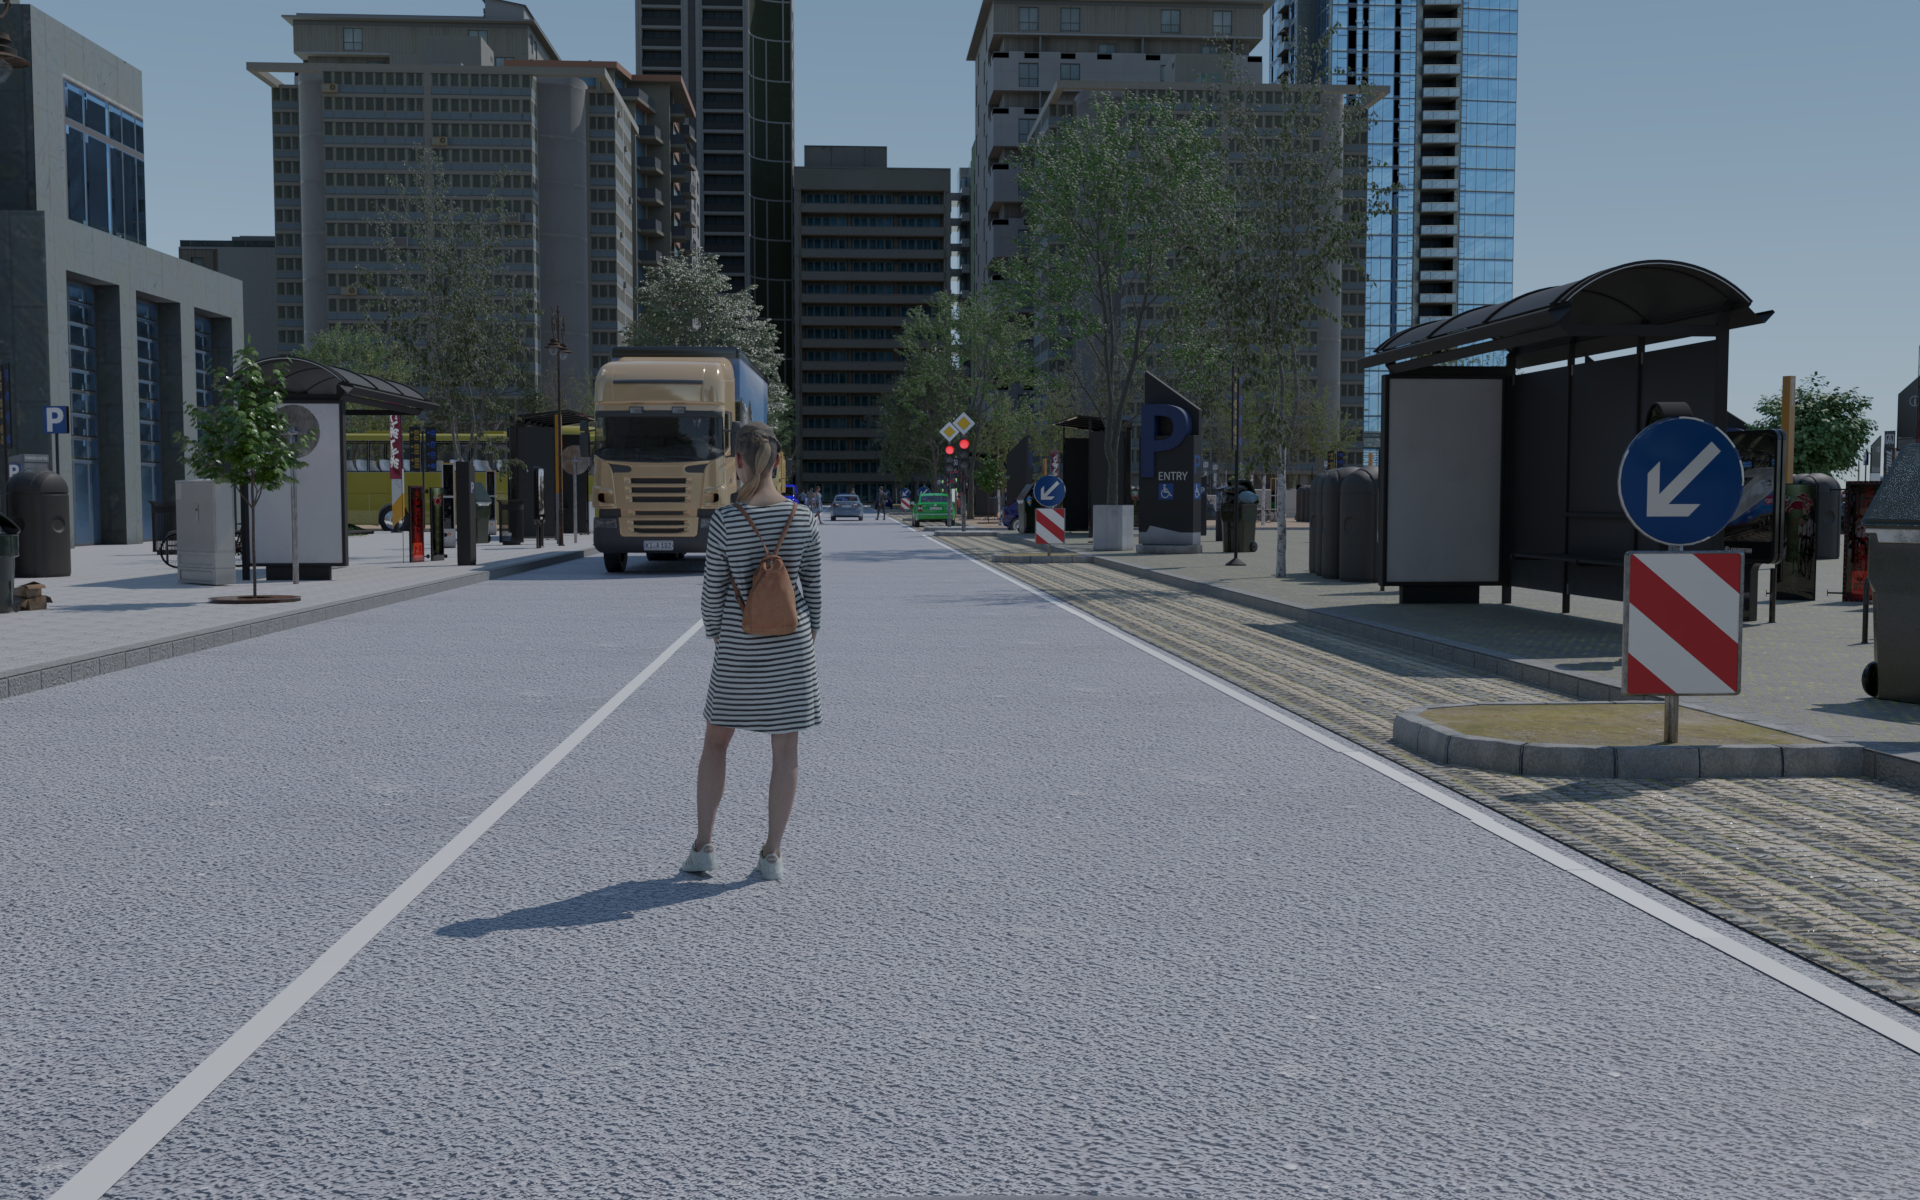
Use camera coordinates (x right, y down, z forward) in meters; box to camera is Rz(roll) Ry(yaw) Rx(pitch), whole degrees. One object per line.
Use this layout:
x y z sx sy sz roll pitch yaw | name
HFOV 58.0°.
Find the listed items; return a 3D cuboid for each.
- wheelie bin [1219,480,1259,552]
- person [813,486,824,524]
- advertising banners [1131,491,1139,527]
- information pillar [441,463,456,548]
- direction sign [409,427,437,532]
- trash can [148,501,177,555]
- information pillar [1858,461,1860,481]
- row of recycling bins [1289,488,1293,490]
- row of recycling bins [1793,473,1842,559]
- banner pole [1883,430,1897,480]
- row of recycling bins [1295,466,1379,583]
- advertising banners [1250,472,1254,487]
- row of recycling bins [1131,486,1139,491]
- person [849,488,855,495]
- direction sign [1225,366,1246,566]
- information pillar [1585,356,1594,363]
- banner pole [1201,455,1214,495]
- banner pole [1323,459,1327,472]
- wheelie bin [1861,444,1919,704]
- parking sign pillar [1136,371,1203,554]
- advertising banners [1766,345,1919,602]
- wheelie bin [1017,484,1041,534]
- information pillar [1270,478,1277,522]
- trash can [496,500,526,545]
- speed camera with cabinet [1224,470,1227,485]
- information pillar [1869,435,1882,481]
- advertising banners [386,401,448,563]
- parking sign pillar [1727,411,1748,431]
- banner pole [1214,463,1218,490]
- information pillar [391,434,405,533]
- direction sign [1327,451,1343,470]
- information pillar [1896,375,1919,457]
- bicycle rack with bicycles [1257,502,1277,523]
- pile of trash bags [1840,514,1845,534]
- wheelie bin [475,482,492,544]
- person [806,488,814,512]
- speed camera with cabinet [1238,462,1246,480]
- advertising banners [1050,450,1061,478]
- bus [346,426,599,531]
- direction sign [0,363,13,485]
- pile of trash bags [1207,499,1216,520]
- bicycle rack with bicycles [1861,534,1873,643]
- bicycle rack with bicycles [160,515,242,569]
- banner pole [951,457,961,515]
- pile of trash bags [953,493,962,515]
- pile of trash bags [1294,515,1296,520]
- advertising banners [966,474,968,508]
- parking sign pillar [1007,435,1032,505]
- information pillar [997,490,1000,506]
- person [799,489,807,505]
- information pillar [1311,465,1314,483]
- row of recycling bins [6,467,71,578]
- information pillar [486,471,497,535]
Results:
6.171 -1.854 38.219 0.980 1.594 0.693 3 5 44 | wheelie bin
-6.816 -4.511 82.347 0.778 1.811 0.616 2 4 26 | person
7.500 -4.350 67.310 2.074 3.025 0.090 -1 4 -14 | advertising banners
-12.144 -2.241 41.129 0.304 2.012 0.304 -1 4 -17 | information pillar
-18.068 -4.057 58.321 0.876 3.537 0.379 -2 4 -28 | direction sign
-16.787 -1.531 36.693 0.748 1.137 0.748 0 3 0 | trash can
62.597 -7.908 120.657 0.183 3.616 0.504 2 4 35 | information pillar
16.266 -4.440 79.707 1.069 1.692 3.534 0 4 -5 | row of recycling bins
17.177 -1.748 35.690 1.069 1.692 3.534 0 4 7 | row of recycling bins
32.301 -4.280 59.993 0.401 3.779 0.863 -1 4 -19 | banner pole
6.024 -1.199 26.711 1.069 1.692 3.534 0 4 2 | row of recycling bins
23.951 -8.751 139.269 2.074 3.025 0.090 -3 5 -42 | advertising banners
8.856 -5.107 90.612 1.069 1.692 3.534 -1 4 -15 | row of recycling bins
-7.330 -6.734 118.560 0.622 1.834 0.822 2 4 27 | person
4.949 -2.384 30.981 0.379 3.537 0.876 1 4 20 | direction sign
10.591 -2.291 28.810 0.504 3.616 0.183 2 4 32 | information pillar
15.707 -7.439 111.641 0.863 3.779 0.401 -2 4 -29 | banner pole
23.396 -7.335 109.947 0.863 3.779 0.401 -2 4 -25 | banner pole
6.047 -0.171 10.697 0.693 1.594 0.980 -1 4 -21 | wheelie bin
4.544 -2.997 37.477 1.447 3.967 1.447 2 4 32 | parking sign pillar
10.736 -1.488 20.525 2.074 3.025 0.090 1 4 23 | advertising banners
2.262 -2.975 56.549 0.693 1.594 0.980 -1 4 -19 | wheelie bin
14.442 -4.581 79.395 0.304 2.012 0.304 -3 5 -43 | information pillar
-11.295 -1.954 43.594 0.748 1.137 0.748 0 3 0 | trash can
20.887 -8.439 132.314 2.038 3.252 0.660 2 4 31 | speed camera with cabinet
36.554 -4.760 69.184 0.504 3.616 0.183 -1 4 -19 | information pillar
-10.194 -2.220 32.477 0.090 3.025 2.074 1 4 13 | advertising banners
22.731 -3.814 50.823 1.447 3.967 1.447 3 5 39 | parking sign pillar
17.853 -8.080 122.126 0.863 3.779 0.401 -1 4 -22 | banner pole
-18.560 -4.023 57.133 0.504 3.616 0.183 2 4 28 | information pillar
19.667 -6.045 90.826 0.876 3.537 0.379 -1 4 -12 | direction sign
18.310 -2.571 33.383 0.183 3.616 0.504 -3 4 -37 | information pillar
12.985 -3.930 77.642 2.925 0.926 2.852 -1 4 -14 | bicycle rack with bicycles
28.905 -2.790 55.369 3.447 1.369 1.912 1 4 14 | pile of trash bags
-12.641 -2.267 44.968 0.693 1.594 0.980 2 4 25 | wheelie bin
-10.439 -6.844 120.197 0.655 1.846 0.447 -1 4 -12 | person
17.952 -6.857 106.449 2.038 3.252 0.660 3 4 39 | speed camera with cabinet
4.274 -4.380 67.806 0.090 3.025 2.074 -3 5 -43 | advertising banners
-17.268 -4.338 62.468 12.252 3.916 2.896 0 4 -5 | bus
-16.665 -2.341 30.274 0.379 3.537 0.876 -3 5 -40 | direction sign
10.805 -4.611 85.148 3.447 1.369 1.912 -1 4 -10 | pile of trash bags
8.817 -0.081 14.707 2.925 0.926 2.852 -2 4 -34 | bicycle rack with bicycles
-13.012 -1.093 31.249 2.925 0.926 2.852 -2 4 -32 | bicycle rack with bicycles
-0.169 -6.977 104.096 0.863 3.779 0.401 1 4 19 | banner pole
0.346 -6.012 108.053 1.912 1.369 3.447 1 4 10 | pile of trash bags
18.365 -4.691 86.442 3.447 1.369 1.912 2 4 34 | pile of trash bags
0.411 -5.868 92.125 0.090 3.025 2.074 0 4 4 | advertising banners
2.736 -5.580 79.706 1.447 3.967 1.447 -3 5 -42 | parking sign pillar
2.680 -7.348 124.634 0.304 2.012 0.304 -3 5 -39 | information pillar
-13.327 -8.475 147.044 1.348 1.826 0.705 3 4 36 | person
28.380 -9.061 139.502 0.183 3.616 0.504 0 4 -2 | information pillar
-15.265 -1.150 25.908 3.534 1.692 1.069 -3 5 -41 | row of recycling bins
-14.658 -3.038 54.168 0.304 2.012 0.304 -1 4 -11 | information pillar
